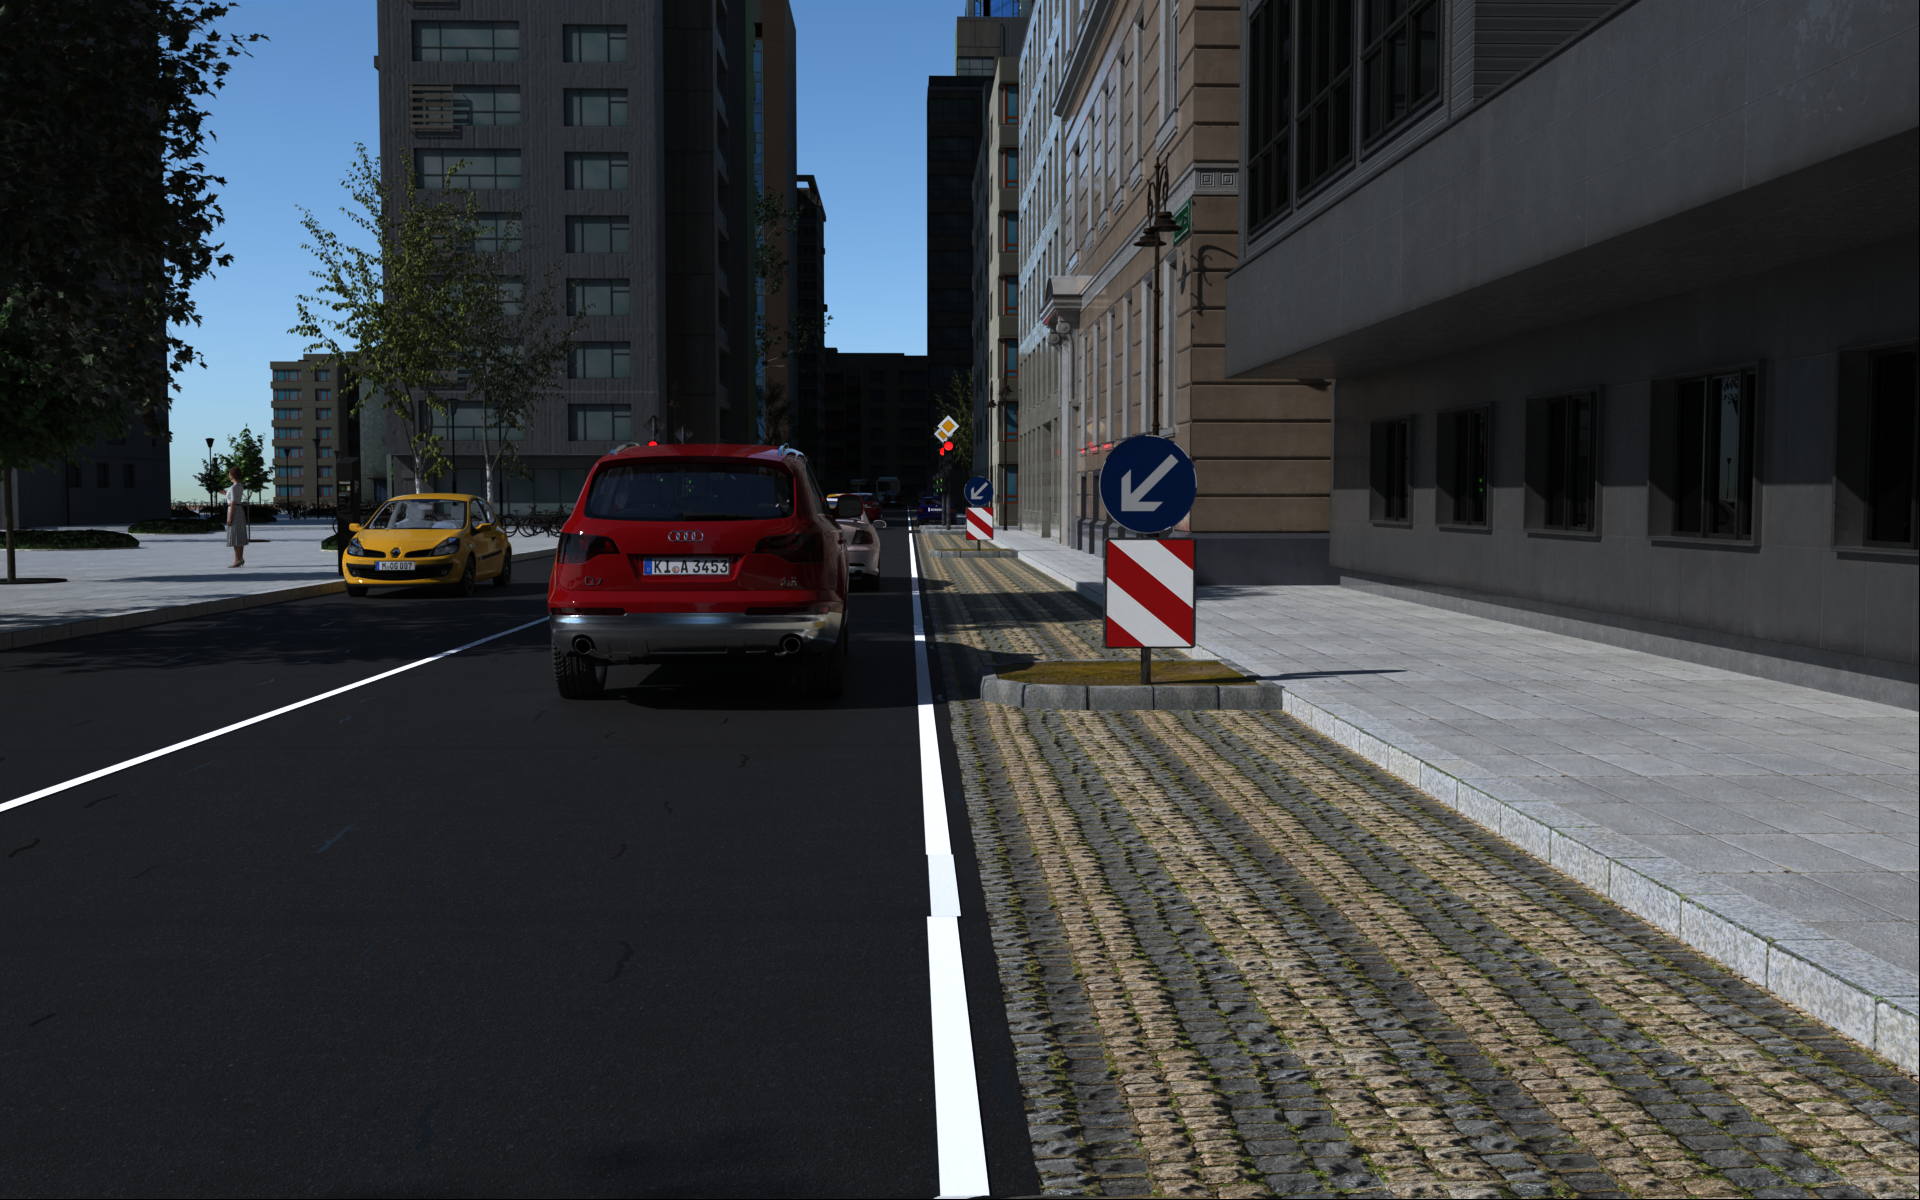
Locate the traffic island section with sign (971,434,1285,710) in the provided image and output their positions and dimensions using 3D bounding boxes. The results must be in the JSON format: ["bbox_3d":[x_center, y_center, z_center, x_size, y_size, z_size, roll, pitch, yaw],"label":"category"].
[{"bbox_3d":[1.128,-0.227,12.342,1.989,1.847,2.006,0,4,-2],"label":"traffic island section with sign"}]

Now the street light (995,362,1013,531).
[{"bbox_3d":[1.594,-5.376,60.690,0.468,5.910,1.993,0,4,-2],"label":"street light"}]

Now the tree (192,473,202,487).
[{"bbox_3d":[-35.026,-5.318,81.548,1.663,3.219,1.824,0,3,0],"label":"tree"}]

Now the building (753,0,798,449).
[{"bbox_3d":[-21.572,-30.651,151.247,14.600,45.320,14.200,0,4,-2],"label":"building"}]

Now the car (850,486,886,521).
[{"bbox_3d":[-4.475,-4.290,79.179,2.155,1.783,4.494,0,4,-1],"label":"car"}]

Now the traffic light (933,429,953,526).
[{"bbox_3d":[-0.675,-4.932,69.566,0.839,4.253,0.868,0,4,-2],"label":"traffic light"}]

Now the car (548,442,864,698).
[{"bbox_3d":[-1.907,-0.310,13.748,2.281,1.827,5.304,0,4,-3],"label":"car"}]

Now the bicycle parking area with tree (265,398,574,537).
[{"bbox_3d":[-15.371,-4.144,54.760,9.016,4.147,8.231,1,4,14],"label":"bicycle parking area with tree"}]

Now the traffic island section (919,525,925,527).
[{"bbox_3d":[-0.635,-2.899,69.682,2.009,0.180,2.903,0,4,-2],"label":"traffic island section"}]

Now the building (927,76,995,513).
[{"bbox_3d":[4.653,-21.517,123.500,14.160,30.474,14.107,0,4,-2],"label":"building"}]

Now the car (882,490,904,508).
[{"bbox_3d":[-6.961,-10.468,179.828,2.281,1.827,5.304,0,4,-3],"label":"car"}]

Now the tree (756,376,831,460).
[{"bbox_3d":[-14.362,-12.345,136.250,8.767,10.594,7.601,-1,4,-15],"label":"tree"}]

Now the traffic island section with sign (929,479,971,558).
[{"bbox_3d":[0.301,-1.891,39.550,1.989,1.847,2.006,0,4,-2],"label":"traffic island section with sign"}]

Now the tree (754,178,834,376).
[{"bbox_3d":[-13.451,-14.669,95.722,12.611,20.169,13.585,0,3,0],"label":"tree"}]

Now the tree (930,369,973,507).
[{"bbox_3d":[0.603,-9.239,101.415,4.737,8.622,4.395,0,3,0],"label":"tree"}]

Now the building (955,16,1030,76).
[{"bbox_3d":[6.553,-28.693,152.732,14.154,41.232,14.086,0,4,-2],"label":"building"}]

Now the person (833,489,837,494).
[{"bbox_3d":[-9.664,-7.589,132.931,0.444,1.785,0.601,-1,4,-12],"label":"person"}]

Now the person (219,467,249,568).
[{"bbox_3d":[-12.724,-1.445,30.241,0.524,1.755,0.480,0,4,-5],"label":"person"}]

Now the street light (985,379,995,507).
[{"bbox_3d":[1.263,-5.941,69.922,0.468,5.910,1.993,0,4,-2],"label":"street light"}]

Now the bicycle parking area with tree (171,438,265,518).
[{"bbox_3d":[-35.911,-6.275,89.595,8.231,4.147,9.016,0,4,2],"label":"bicycle parking area with tree"}]

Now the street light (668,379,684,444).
[{"bbox_3d":[-11.469,-5.947,70.018,0.468,5.910,1.993,0,4,-2],"label":"street light"}]

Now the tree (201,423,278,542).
[{"bbox_3d":[-18.968,-3.168,46.396,1.663,3.219,1.824,0,3,0],"label":"tree"}]

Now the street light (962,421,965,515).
[{"bbox_3d":[0.246,-8.241,107.528,0.468,5.910,1.993,0,4,-2],"label":"street light"}]

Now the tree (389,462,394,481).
[{"bbox_3d":[-39.673,-8.684,125.689,4.285,4.588,4.351,0,3,0],"label":"tree"}]

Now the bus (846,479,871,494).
[{"bbox_3d":[-12.318,-13.215,210.926,2.948,3.499,13.247,0,4,-3],"label":"bus"}]

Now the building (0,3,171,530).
[{"bbox_3d":[-43.211,-18.390,72.386,14.107,30.474,14.160,0,4,-2],"label":"building"}]

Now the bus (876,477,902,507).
[{"bbox_3d":[-7.982,-12.218,194.621,2.948,3.499,13.247,0,4,-2],"label":"bus"}]

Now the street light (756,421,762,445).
[{"bbox_3d":[-12.578,-8.237,107.466,0.468,5.910,1.993,0,4,-2],"label":"street light"}]

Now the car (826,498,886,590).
[{"bbox_3d":[-2.194,-0.909,27.216,2.083,1.381,4.827,0,4,-3],"label":"car"}]

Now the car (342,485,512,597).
[{"bbox_3d":[-7.771,-0.930,25.433,2.015,1.641,3.980,0,4,-3],"label":"car"}]

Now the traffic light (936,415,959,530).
[{"bbox_3d":[-0.431,-4.444,61.585,0.839,4.253,0.868,0,4,-2],"label":"traffic light"}]

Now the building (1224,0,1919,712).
[{"bbox_3d":[11.006,-11.578,8.374,14.314,24.678,30.058,0,4,-2],"label":"building"}]

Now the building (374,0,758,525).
[{"bbox_3d":[-16.612,-24.007,76.111,14.154,41.232,14.086,0,4,-2],"label":"building"}]

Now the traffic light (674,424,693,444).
[{"bbox_3d":[-11.031,-4.912,69.235,0.839,4.253,0.868,0,4,-2],"label":"traffic light"}]

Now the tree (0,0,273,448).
[{"bbox_3d":[-10.802,-6.066,16.189,9.611,12.733,9.660,0,3,0],"label":"tree"}]

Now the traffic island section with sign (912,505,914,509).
[{"bbox_3d":[-2.236,-6.937,122.051,1.989,1.847,2.006,0,4,-2],"label":"traffic island section with sign"}]

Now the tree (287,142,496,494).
[{"bbox_3d":[-11.481,-5.239,36.024,4.737,8.622,4.395,0,3,0],"label":"tree"}]

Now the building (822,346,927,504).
[{"bbox_3d":[-18.957,-24.292,242.212,28.899,21.520,27.650,0,4,-2],"label":"building"}]

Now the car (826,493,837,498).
[{"bbox_3d":[-11.198,-8.908,154.681,2.155,1.783,4.494,0,4,-3],"label":"car"}]

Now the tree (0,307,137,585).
[{"bbox_3d":[-13.875,-2.529,25.065,4.285,4.588,4.351,0,3,0],"label":"tree"}]

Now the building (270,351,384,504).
[{"bbox_3d":[-75.737,-24.156,239.990,28.899,21.520,27.650,0,4,-2],"label":"building"}]

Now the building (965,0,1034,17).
[{"bbox_3d":[9.502,-52.678,173.961,22.319,86.520,31.000,0,4,-2],"label":"building"}]

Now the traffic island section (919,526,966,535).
[{"bbox_3d":[-0.390,-2.411,61.700,2.009,0.180,2.903,0,4,-2],"label":"traffic island section"}]

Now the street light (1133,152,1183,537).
[{"bbox_3d":[2.710,-3.126,23.903,0.468,5.910,1.993,0,4,-2],"label":"street light"}]

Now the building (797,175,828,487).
[{"bbox_3d":[-27.784,-31.269,203.136,23.993,40.220,32.217,0,4,-2],"label":"building"}]

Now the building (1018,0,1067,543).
[{"bbox_3d":[7.520,-12.121,52.926,10.420,20.320,16.860,0,4,-2],"label":"building"}]

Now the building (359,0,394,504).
[{"bbox_3d":[-55.443,-54.676,206.618,31.000,86.520,22.319,0,4,-2],"label":"building"}]

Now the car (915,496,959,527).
[{"bbox_3d":[-0.996,-3.858,75.662,1.945,1.354,3.894,0,3,0],"label":"car"}]

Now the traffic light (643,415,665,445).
[{"bbox_3d":[-10.787,-4.424,61.254,0.839,4.253,0.868,0,4,-2],"label":"traffic light"}]

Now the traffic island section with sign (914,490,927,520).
[{"bbox_3d":[-1.391,-5.238,94.269,1.989,1.847,2.006,0,4,-2],"label":"traffic island section with sign"}]

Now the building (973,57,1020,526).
[{"bbox_3d":[15.573,-14.555,83.020,28.899,21.520,27.650,0,4,-2],"label":"building"}]

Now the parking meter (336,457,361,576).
[{"bbox_3d":[-9.635,-1.321,27.303,0.255,1.863,0.399,0,4,1],"label":"parking meter"}]

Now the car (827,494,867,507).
[{"bbox_3d":[-4.792,-3.692,70.581,2.015,1.641,3.980,0,4,-2],"label":"car"}]

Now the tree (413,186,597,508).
[{"bbox_3d":[-11.313,-5.629,42.403,4.360,8.622,3.978,0,3,0],"label":"tree"}]

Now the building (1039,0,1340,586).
[{"bbox_3d":[9.064,-15.128,33.243,13.634,28.700,20.117,0,4,-2],"label":"building"}]
